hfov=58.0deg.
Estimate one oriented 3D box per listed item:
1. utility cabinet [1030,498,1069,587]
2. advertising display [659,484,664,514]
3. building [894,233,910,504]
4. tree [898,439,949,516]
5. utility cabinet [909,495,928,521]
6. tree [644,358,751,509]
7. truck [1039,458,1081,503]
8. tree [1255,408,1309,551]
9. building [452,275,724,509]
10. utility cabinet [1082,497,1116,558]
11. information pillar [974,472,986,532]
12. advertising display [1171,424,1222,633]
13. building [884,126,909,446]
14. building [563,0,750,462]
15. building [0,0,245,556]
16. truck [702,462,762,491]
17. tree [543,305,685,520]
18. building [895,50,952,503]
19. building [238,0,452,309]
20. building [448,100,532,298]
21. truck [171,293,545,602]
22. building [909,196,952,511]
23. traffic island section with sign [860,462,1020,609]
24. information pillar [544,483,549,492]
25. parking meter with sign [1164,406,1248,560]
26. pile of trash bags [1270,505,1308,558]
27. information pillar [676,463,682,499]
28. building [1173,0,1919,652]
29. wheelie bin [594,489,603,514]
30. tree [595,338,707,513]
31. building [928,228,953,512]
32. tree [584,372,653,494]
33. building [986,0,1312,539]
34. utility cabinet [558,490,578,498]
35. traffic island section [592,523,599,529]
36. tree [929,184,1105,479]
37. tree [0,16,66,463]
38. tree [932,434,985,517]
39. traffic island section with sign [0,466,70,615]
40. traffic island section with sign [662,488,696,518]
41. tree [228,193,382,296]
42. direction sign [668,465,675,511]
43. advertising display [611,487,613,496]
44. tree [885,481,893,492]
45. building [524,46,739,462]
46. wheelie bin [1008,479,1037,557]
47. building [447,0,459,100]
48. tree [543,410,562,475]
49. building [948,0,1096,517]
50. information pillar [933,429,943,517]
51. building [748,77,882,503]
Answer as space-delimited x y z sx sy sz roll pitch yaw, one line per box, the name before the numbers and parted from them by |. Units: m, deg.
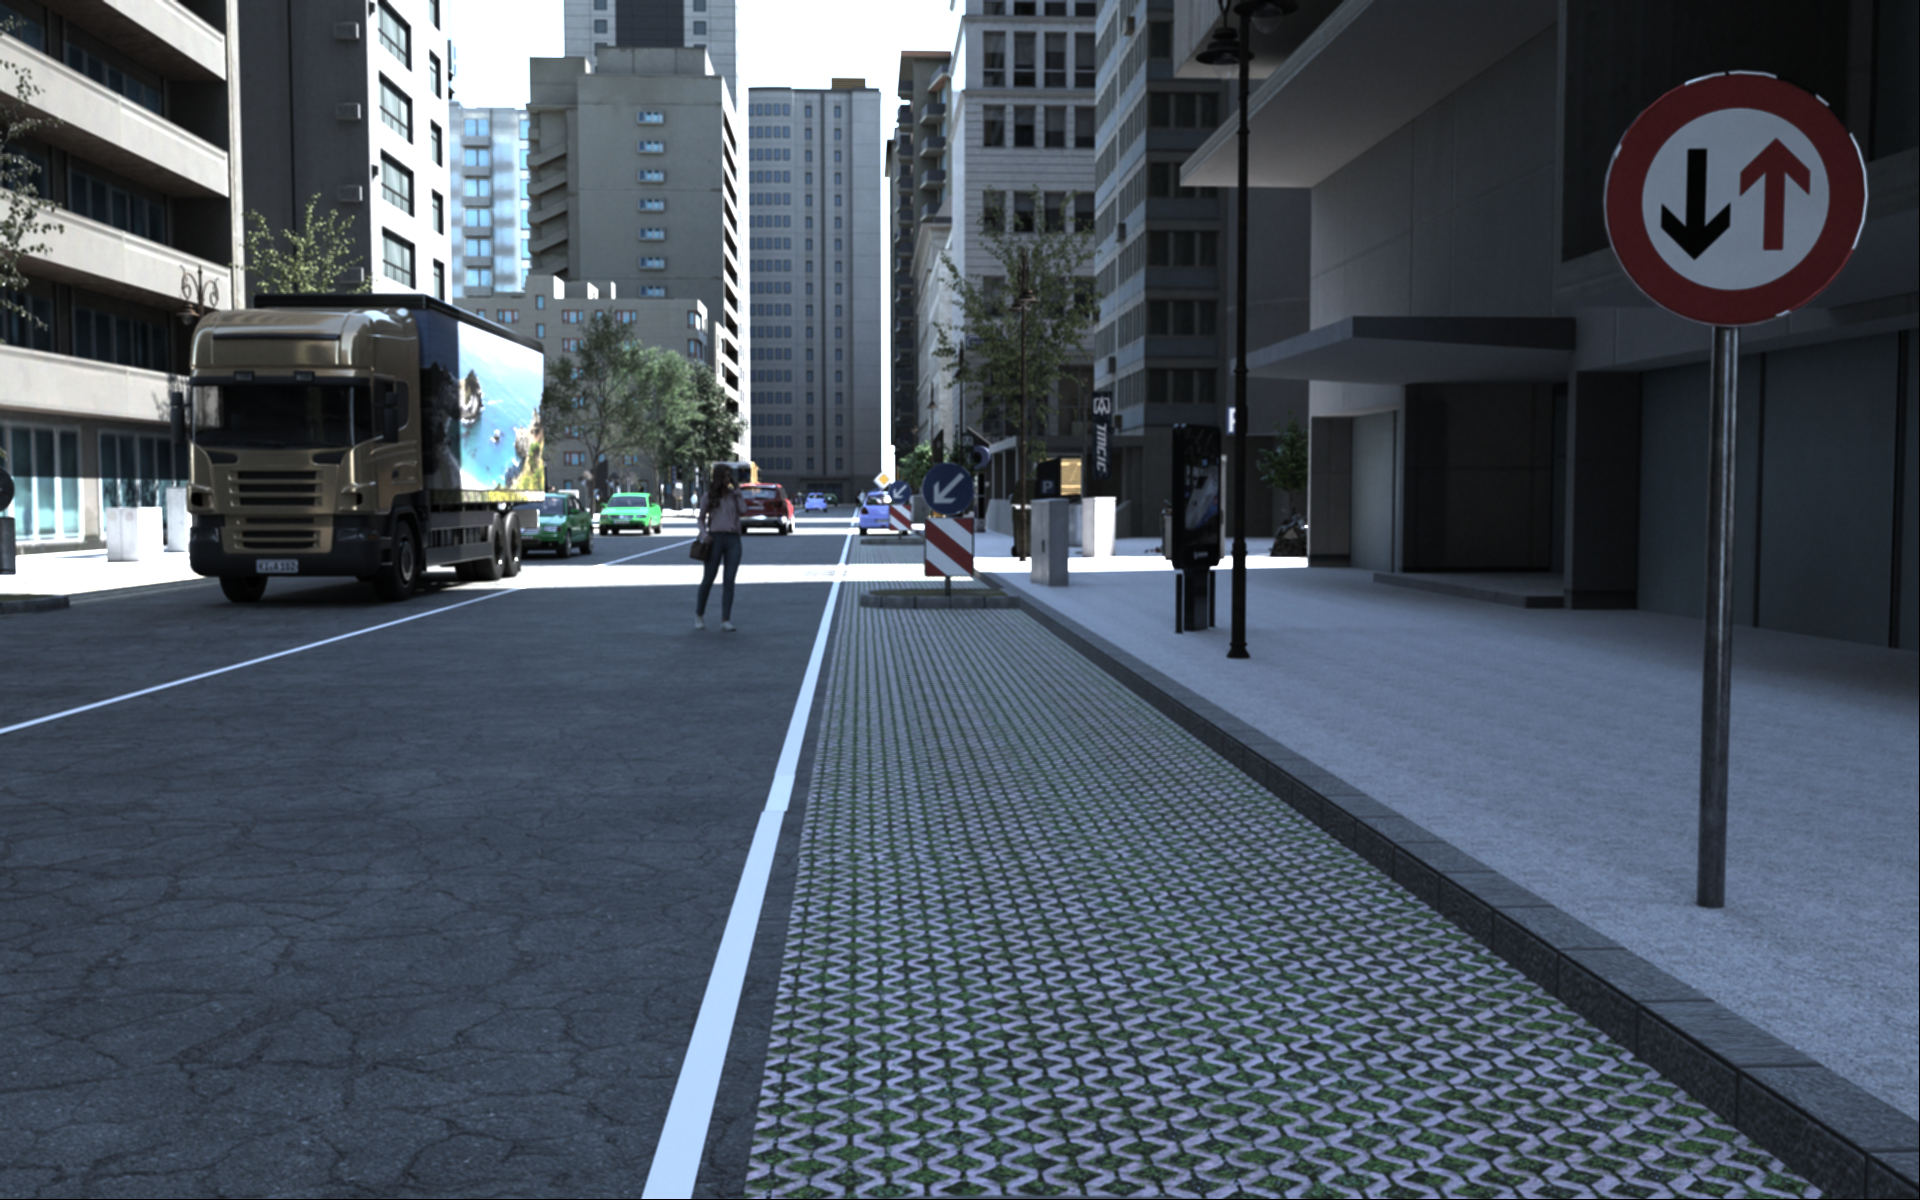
utility cabinet | 1.256 -0.815 24.492 0.306 1.237 1.020 -1 4 -13
advertising display | -18.979 -6.419 110.164 0.123 1.923 0.974 0 4 -2
building | -0.400 -25.809 193.671 14.160 30.474 14.107 0 4 -3
tree | -1.840 -7.186 101.206 4.285 4.588 4.351 0 3 0
utility cabinet | -1.945 -4.348 82.255 0.306 1.237 1.020 3 5 42
tree | -22.354 -14.012 146.098 9.611 12.733 9.660 0 3 0
truck | 7.417 -4.894 75.934 9.791 3.379 3.469 0 4 -2
tree | 7.449 -2.721 39.088 1.663 3.219 1.824 0 3 0
building | -37.811 -19.715 167.379 27.650 21.520 28.899 0 4 -3
utility cabinet | 2.818 -1.469 35.185 0.306 1.237 1.020 2 4 29
information pillar | 0.661 -3.273 57.999 0.304 2.012 0.304 -1 4 -22
advertising display | 2.228 -0.678 16.302 0.123 1.923 0.974 2 4 29
building | 2.828 -40.627 253.488 27.495 52.752 28.713 0 4 -3
building | -37.353 -47.635 217.080 20.611 71.187 20.563 0 4 -3
building | -29.110 -25.098 34.053 21.300 48.544 21.600 0 4 -3
truck | -13.725 -6.735 106.035 3.469 3.379 9.791 0 4 -4
tree | -18.075 -9.247 85.597 7.601 10.594 8.767 2 4 32
building | 4.820 -31.587 171.068 22.147 44.769 28.867 0 4 -3
building | -26.160 -17.735 61.667 14.107 30.474 14.160 0 4 -3
building | -63.509 -36.340 213.764 30.456 49.044 23.786 0 4 -3
truck | -8.710 -2.298 26.492 2.839 4.237 11.283 0 4 -2
building | 4.365 -18.755 139.931 16.112 22.955 30.059 0 4 -3
traffic island section with sign | -0.294 -0.841 22.372 1.989 1.847 2.006 0 4 -3
information pillar | -27.303 -6.717 114.320 0.304 2.012 0.304 -1 4 -21
parking meter with sign | 4.799 -2.303 33.907 1.738 3.016 0.543 -2 4 -34
pile of trash bags | 8.111 -1.600 35.918 3.447 1.369 1.912 -3 5 -41
information pillar | -21.425 -8.611 132.138 0.504 3.616 0.183 -2 4 -34
building | 17.889 -26.190 17.448 28.713 52.752 27.495 0 4 -3
wheelie bin | -23.302 -6.311 111.093 0.693 1.594 0.980 -3 5 -41
tree | -20.389 -11.608 115.539 9.928 11.665 9.643 0 3 0
building | 3.399 -16.009 116.502 10.420 20.320 16.860 0 4 -3
tree | -20.102 -9.275 102.015 4.360 8.622 3.978 0 3 0
building | 17.417 -22.281 56.177 32.217 40.220 23.993 0 4 -3
utility cabinet | -24.115 -5.990 106.618 1.173 1.500 0.318 0 4 4
traffic island section | -15.742 -3.461 78.872 2.009 0.180 2.903 0 4 -3
tree | 1.547 -5.505 40.369 4.737 8.622 4.395 0 3 0
tree | -14.935 -4.570 25.076 4.360 8.622 3.978 0 3 0
tree | -0.157 -3.730 55.579 1.663 3.219 1.824 0 3 0
traffic island section with sign | -12.112 -0.764 21.121 1.989 1.847 2.006 0 4 -3
traffic island section with sign | -16.819 -5.800 103.454 1.989 1.847 2.006 0 4 -3
tree | -16.382 -5.686 43.322 4.737 8.622 4.395 0 3 0
direction sign | -22.468 -8.743 134.944 0.876 3.537 0.379 3 5 40
advertising display | -30.677 -9.014 152.591 0.123 1.923 0.974 -1 4 -10
tree | -8.730 -13.007 207.259 1.663 3.219 1.824 0 3 0
building | -36.065 -34.768 192.154 21.300 48.544 21.600 0 4 -3
wheelie bin | 1.433 -1.676 35.304 0.980 1.594 0.693 2 4 29
building | -83.812 -56.938 243.605 31.000 86.520 22.319 0 4 -3
tree | -34.133 -11.546 139.133 4.360 8.622 3.978 0 3 0
building | 14.603 -18.862 85.882 29.804 29.767 11.434 0 4 -3
information pillar | -0.777 -4.353 62.527 0.183 3.616 0.504 -3 5 -42
building | -25.291 -43.156 247.604 28.212 58.520 21.231 0 4 -3
